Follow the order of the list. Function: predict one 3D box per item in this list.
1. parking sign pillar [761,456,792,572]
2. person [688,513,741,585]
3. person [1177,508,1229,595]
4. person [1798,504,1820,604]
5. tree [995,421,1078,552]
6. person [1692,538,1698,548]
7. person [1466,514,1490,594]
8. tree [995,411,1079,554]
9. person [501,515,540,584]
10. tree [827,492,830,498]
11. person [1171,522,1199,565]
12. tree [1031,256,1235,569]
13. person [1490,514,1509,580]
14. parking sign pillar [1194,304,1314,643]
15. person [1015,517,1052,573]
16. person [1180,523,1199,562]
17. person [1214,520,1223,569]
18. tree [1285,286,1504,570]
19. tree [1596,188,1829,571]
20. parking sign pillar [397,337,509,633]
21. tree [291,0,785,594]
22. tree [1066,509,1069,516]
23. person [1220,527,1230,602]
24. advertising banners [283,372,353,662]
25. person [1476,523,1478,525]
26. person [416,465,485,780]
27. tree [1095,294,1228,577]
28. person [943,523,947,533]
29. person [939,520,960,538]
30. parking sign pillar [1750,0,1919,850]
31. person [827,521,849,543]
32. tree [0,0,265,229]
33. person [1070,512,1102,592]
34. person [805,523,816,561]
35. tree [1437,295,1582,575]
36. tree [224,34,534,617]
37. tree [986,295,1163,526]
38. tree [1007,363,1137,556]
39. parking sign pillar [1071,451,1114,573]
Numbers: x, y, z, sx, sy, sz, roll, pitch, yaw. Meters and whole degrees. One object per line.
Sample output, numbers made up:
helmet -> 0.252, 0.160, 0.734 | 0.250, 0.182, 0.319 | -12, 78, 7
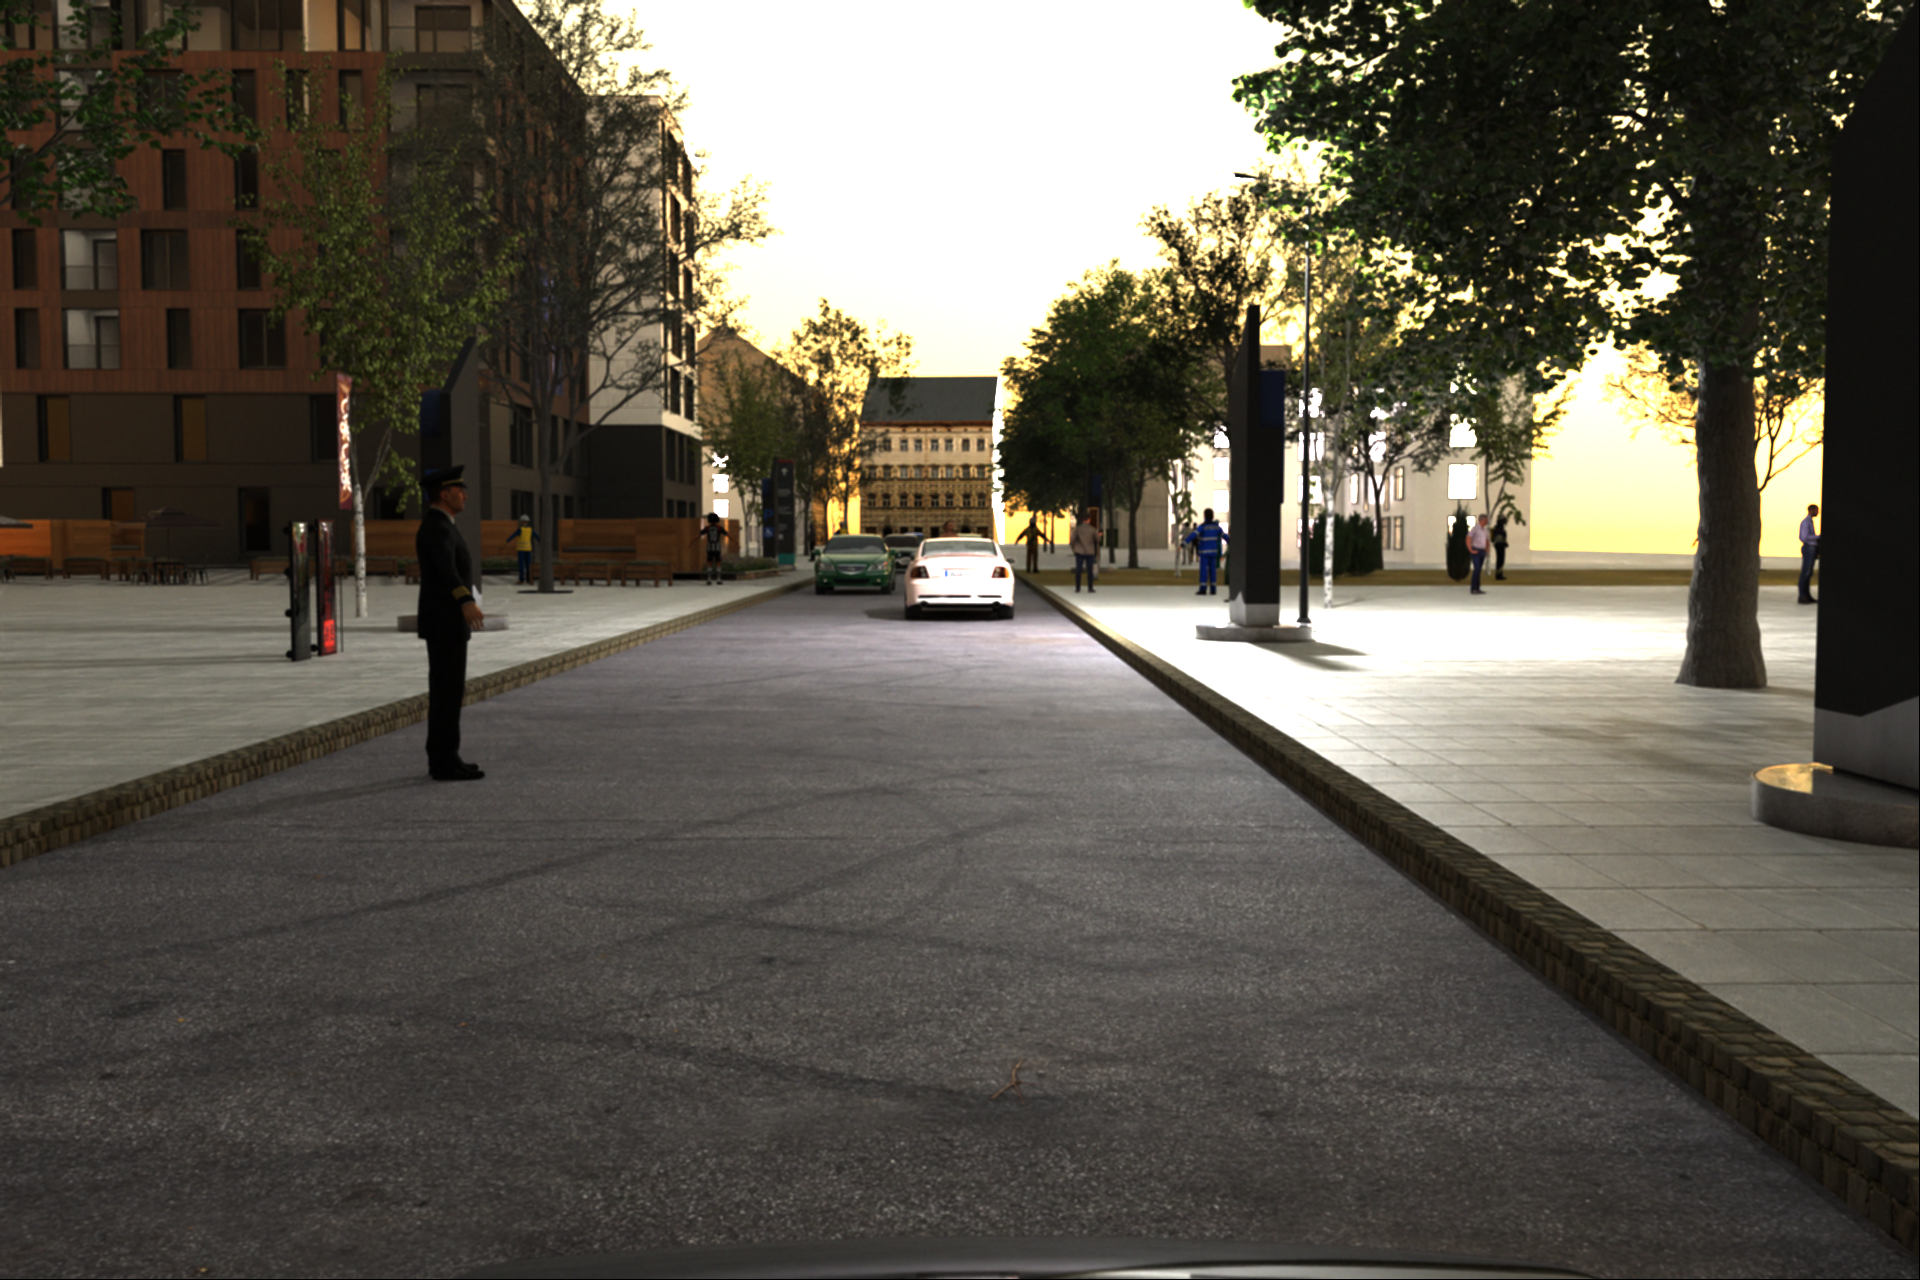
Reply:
parking sign pillar -> -6.491, -4.332, 59.293 | 1.447, 3.967, 1.447 | 0, 4, 0
person -> -6.253, -2.317, 44.027 | 1.345, 1.843, 0.704 | 0, 4, -3
person -> 5.223, -1.872, 36.578 | 1.345, 1.831, 0.704 | -1, 4, -21
person -> 15.734, -1.585, 31.827 | 0.599, 1.838, 0.709 | 2, 4, 33
tree -> 6.351, -11.662, 125.081 | 8.767, 10.594, 7.601 | 2, 4, 32
person -> 19.801, -2.416, 45.351 | 0.705, 1.847, 1.347 | -3, 5, -44
person -> 11.189, -1.849, 37.208 | 0.756, 1.711, 0.436 | -2, 4, -29
tree -> 5.868, -10.942, 113.312 | 8.767, 10.594, 7.601 | 2, 4, 32
person -> -11.318, -2.346, 44.826 | 0.721, 1.772, 1.216 | 3, 5, 42
tree -> -22.316, -19.798, 234.061 | 12.009, 13.543, 11.850 | 0, 3, 0
person -> 9.496, -4.055, 72.484 | 1.347, 1.806, 0.705 | 0, 4, -3
tree -> 6.498, -8.453, 63.967 | 9.928, 11.665, 9.643 | 0, 3, 0
person -> 15.190, -2.617, 48.572 | 0.705, 1.856, 1.354 | 2, 4, 23
parking sign pillar -> 3.588, -1.993, 21.052 | 1.447, 3.967, 1.447 | 0, 4, 0
person -> 2.408, -3.160, 57.428 | 1.354, 1.858, 0.705 | 2, 4, 26
person -> 10.765, -4.482, 79.424 | 1.346, 1.812, 0.704 | 0, 4, 4
person -> 9.447, -3.518, 63.647 | 0.704, 1.817, 1.347 | -3, 4, -37
tree -> 15.344, -7.853, 62.816 | 8.767, 10.594, 7.601 | 1, 4, 16
tree -> 27.850, -9.178, 60.424 | 12.009, 13.543, 11.850 | 0, 3, 0
parking sign pillar -> -6.785, -2.117, 23.091 | 1.447, 3.967, 1.447 | 0, 3, 0
tree -> -8.890, -7.771, 37.419 | 12.009, 13.543, 11.850 | 0, 3, 0
tree -> 17.851, -20.106, 239.109 | 12.009, 13.543, 11.850 | 0, 3, 0
person -> 5.084, -1.436, 32.698 | 0.599, 1.438, 0.989 | 2, 4, 24
advertising banners -> -6.714, -1.350, 18.254 | 0.090, 3.025, 2.074 | 0, 4, -1
person -> 22.032, -4.110, 73.923 | 1.216, 1.740, 0.721 | -3, 5, -43
person -> -3.000, -0.111, 10.205 | 0.705, 1.837, 1.347 | -1, 4, -22
tree -> 6.370, -6.216, 52.001 | 4.737, 8.622, 4.395 | 0, 3, 0
person -> -0.474, -2.964, 57.137 | 0.704, 1.802, 1.346 | 1, 4, 9
person -> -0.184, -1.657, 36.349 | 1.217, 1.733, 0.721 | -1, 4, -19
parking sign pillar -> 4.280, -1.165, 7.523 | 1.447, 3.967, 1.447 | 0, 4, 0
person -> -5.183, -4.255, 75.541 | 1.349, 1.833, 0.705 | -3, 5, -42
tree -> -8.185, -5.292, 12.273 | 9.928, 11.665, 9.643 | 0, 3, 0
person -> 2.798, -1.936, 38.234 | 0.617, 1.759, 0.750 | 1, 4, 17
person -> -6.960, -4.588, 81.134 | 0.705, 1.813, 1.348 | -1, 4, -22
tree -> 16.702, -6.323, 53.748 | 4.737, 8.622, 4.395 | 0, 3, 0
tree -> -8.995, -4.652, 26.422 | 4.737, 8.622, 4.395 | 0, 3, 0
tree -> 6.248, -11.163, 89.172 | 9.857, 13.997, 8.962 | 0, 3, 0
tree -> 6.747, -10.685, 100.448 | 9.928, 11.665, 9.643 | 0, 3, 0
parking sign pillar -> 4.379, -4.200, 57.147 | 1.447, 3.967, 1.447 | 0, 4, 0
